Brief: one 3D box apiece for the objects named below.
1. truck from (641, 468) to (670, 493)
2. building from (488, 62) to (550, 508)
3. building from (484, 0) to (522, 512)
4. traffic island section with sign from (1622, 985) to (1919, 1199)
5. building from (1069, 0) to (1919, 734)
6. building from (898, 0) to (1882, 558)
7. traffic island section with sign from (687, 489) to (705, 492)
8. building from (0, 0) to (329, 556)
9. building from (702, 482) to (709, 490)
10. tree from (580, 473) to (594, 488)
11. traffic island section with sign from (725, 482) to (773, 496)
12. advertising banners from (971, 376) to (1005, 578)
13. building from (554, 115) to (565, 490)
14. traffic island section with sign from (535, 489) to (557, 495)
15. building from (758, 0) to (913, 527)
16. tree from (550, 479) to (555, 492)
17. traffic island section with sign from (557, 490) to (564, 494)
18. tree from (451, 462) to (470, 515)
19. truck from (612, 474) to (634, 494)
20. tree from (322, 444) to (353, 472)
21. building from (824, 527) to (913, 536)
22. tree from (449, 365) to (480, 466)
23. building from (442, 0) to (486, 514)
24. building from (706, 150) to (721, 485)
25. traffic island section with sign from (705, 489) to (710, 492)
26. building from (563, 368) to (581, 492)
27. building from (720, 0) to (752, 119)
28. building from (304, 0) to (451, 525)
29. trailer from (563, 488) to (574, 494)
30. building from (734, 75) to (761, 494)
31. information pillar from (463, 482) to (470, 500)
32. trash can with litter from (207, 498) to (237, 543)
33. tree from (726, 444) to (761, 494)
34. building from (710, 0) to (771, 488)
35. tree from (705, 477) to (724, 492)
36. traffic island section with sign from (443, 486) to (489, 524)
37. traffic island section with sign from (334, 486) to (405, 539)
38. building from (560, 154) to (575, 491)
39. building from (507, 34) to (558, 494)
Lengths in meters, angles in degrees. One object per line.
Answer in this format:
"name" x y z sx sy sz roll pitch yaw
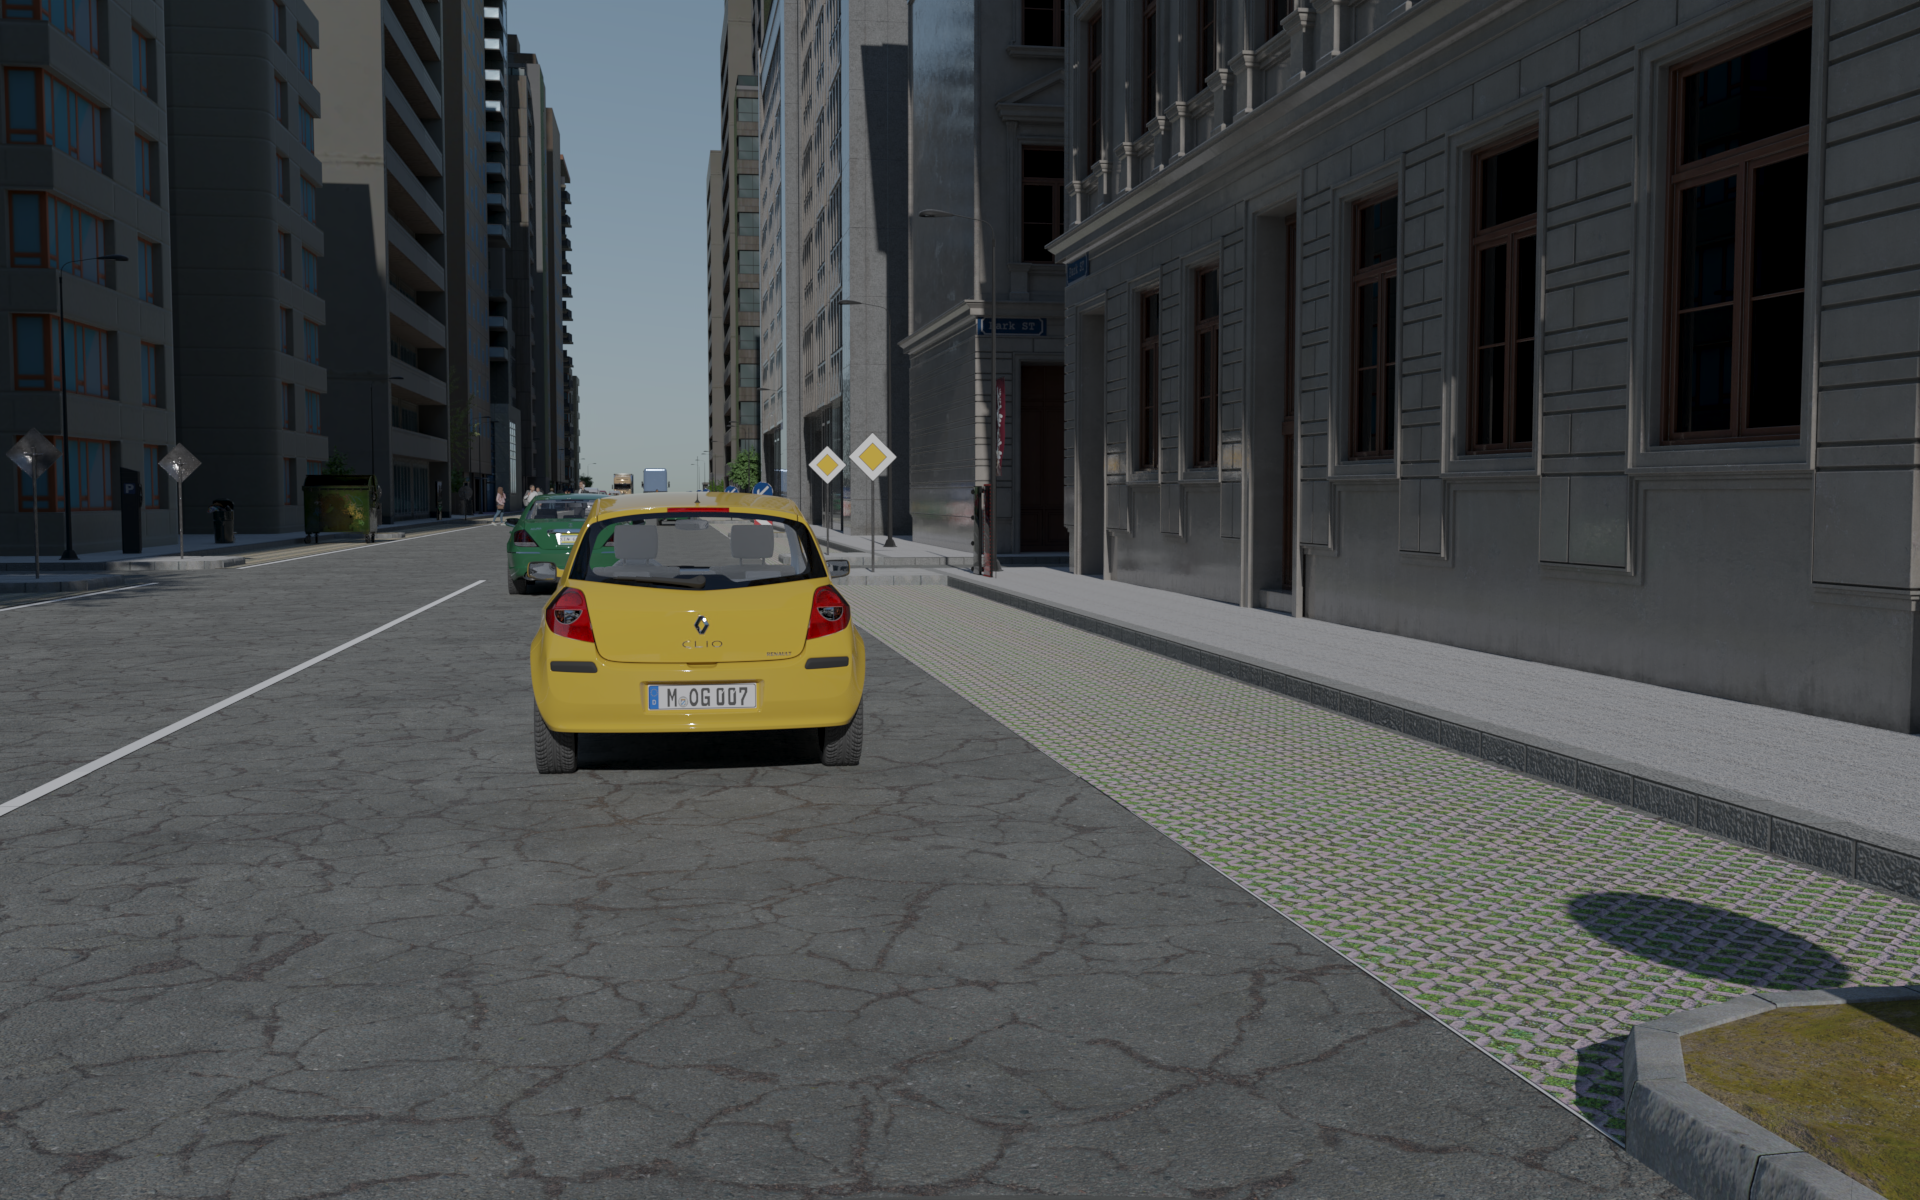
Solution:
"truck" -30.720 -11.300 174.509 2.967 4.110 18.799 -1 4 -10
"building" -45.564 -29.069 158.867 14.154 41.232 14.086 -1 4 -10
"building" -45.778 -50.272 134.625 22.319 86.520 31.000 -1 4 -10
"traffic island section with sign" 2.501 0.316 3.468 1.989 1.847 2.006 -1 4 -10
"building" 8.311 -11.181 18.966 11.583 22.565 21.152 -1 4 -10
"building" 9.156 -12.634 42.720 21.152 22.565 11.583 -1 4 -10
"traffic island section with sign" -24.272 -9.291 160.541 1.989 1.847 2.006 -1 4 -10
"building" -34.607 -12.361 47.146 27.650 21.520 28.899 -1 4 -10
"building" -22.289 -34.652 258.440 32.217 40.220 23.993 -1 4 -10
"tree" -57.549 -17.172 264.471 4.285 4.588 4.351 0 3 0
"traffic island section with sign" -6.668 -2.977 57.294 1.989 1.847 2.006 -1 4 -10
"advertising banners" 0.433 -1.869 26.749 0.090 3.025 2.074 -1 4 -12
"building" -52.397 -33.371 195.719 14.600 45.320 14.200 -1 4 -10
"traffic island section with sign" -32.187 -7.594 132.788 1.989 1.847 2.006 -1 4 -10
"building" -3.111 -16.257 83.825 12.078 24.808 19.932 -1 4 -10
"tree" -43.624 -11.536 183.214 1.663 3.219 1.824 0 3 0
"traffic island section with sign" -36.723 -9.219 159.360 1.989 1.847 2.006 -1 4 -10
"tree" -31.057 -6.834 106.342 1.663 3.219 1.824 0 3 0
"truck" -46.474 -15.310 239.231 2.839 4.237 11.283 -1 4 -9
"tree" -24.539 -4.481 67.867 1.663 3.219 1.824 0 3 0
"building" 0.894 -15.003 63.329 12.078 24.808 19.932 -1 4 -10
"tree" -29.127 -8.951 96.719 4.737 8.622 4.395 0 3 0
"building" -38.963 -28.366 113.901 14.600 45.320 14.200 -1 4 -10
"building" -23.055 -37.317 233.835 21.300 48.544 21.600 -1 4 -10
"traffic island section with sign" -11.198 -4.602 83.868 1.989 1.847 2.006 -1 4 -10
"building" -68.504 -24.448 244.756 27.650 21.520 28.899 -1 4 -10
"building" -11.209 -32.934 162.170 21.300 48.544 21.600 -1 4 -10
"building" -36.140 -27.891 79.725 21.300 48.544 21.600 -1 4 -10
"trailer" -37.528 -9.727 166.084 1.471 1.999 3.904 -1 4 -10
"building" -9.112 -21.552 124.084 14.160 30.474 14.107 -1 4 -10
"information pillar" -29.729 -6.111 104.400 0.304 2.012 0.304 0 4 -3
"trash can with litter" -19.208 -2.063 45.116 0.624 1.170 1.055 -1 4 -16
"tree" -13.580 -7.936 113.462 4.285 4.588 4.351 0 3 0
"building" -20.258 -47.339 212.250 20.563 71.187 20.611 -1 4 -10
"tree" -28.462 -12.556 199.891 1.663 3.219 1.824 0 3 0
"traffic island section with sign" -23.759 -4.567 83.297 1.989 1.847 2.006 -1 4 -10
"traffic island section with sign" -19.149 -2.916 56.310 1.989 1.847 2.006 -1 4 -10
"building" -59.981 -34.350 216.251 22.147 44.769 28.867 -1 4 -10
"building" -48.545 -31.954 172.556 14.600 45.320 14.200 -1 4 -10
